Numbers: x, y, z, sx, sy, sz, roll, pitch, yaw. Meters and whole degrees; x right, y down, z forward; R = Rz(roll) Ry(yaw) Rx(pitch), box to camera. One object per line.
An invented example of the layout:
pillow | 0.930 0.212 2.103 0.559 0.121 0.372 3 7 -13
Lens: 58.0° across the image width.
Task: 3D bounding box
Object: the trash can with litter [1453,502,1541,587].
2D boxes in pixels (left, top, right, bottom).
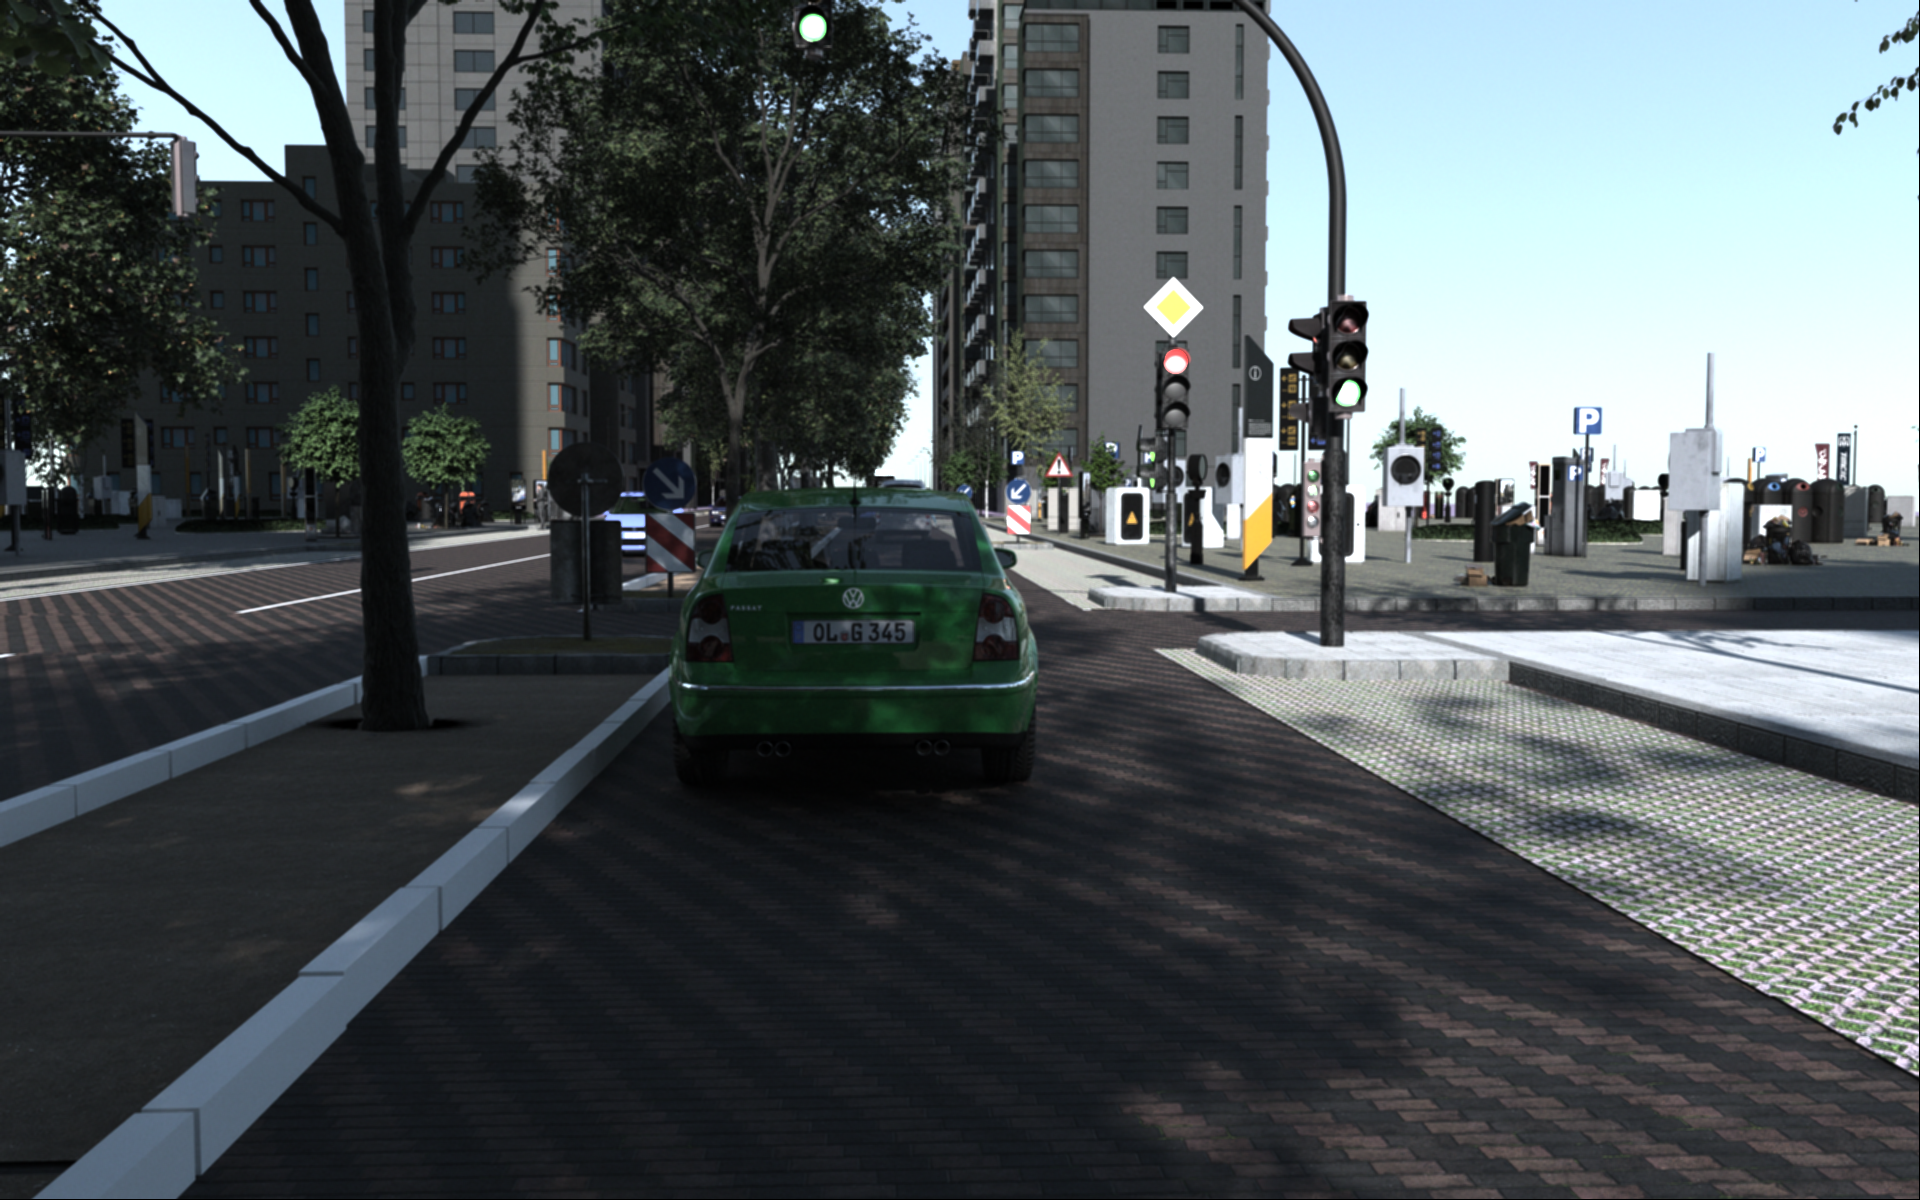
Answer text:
trash can with litter | 7.467 -0.777 24.088 1.055 1.170 0.624 0 4 -5

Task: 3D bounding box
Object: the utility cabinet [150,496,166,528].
utility cabinet | -30.794 -3.357 66.045 0.306 1.237 1.020 2 4 24

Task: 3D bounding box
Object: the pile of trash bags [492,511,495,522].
pile of trash bags | -22.403 -4.262 79.441 1.912 1.369 3.447 -1 4 -18

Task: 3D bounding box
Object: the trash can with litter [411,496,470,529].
trash can with litter | -19.605 -3.314 65.244 2.233 1.210 1.678 -1 4 -23

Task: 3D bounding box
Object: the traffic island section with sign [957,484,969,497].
traffic island section with sign | 0.054 -3.891 72.242 1.989 1.847 2.006 0 4 -3

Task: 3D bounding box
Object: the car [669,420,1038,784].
car | -0.594 -0.071 9.961 1.959 1.807 4.718 0 4 -3

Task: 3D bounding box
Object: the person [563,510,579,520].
person | -9.698 -2.123 43.401 0.537 1.800 0.526 -2 4 -27

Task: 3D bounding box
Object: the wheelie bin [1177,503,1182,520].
wheelie bin | 9.800 -4.255 77.476 0.980 1.594 0.693 -1 4 -18

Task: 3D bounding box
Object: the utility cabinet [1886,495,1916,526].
utility cabinet | 37.592 -3.548 69.173 0.306 1.237 1.020 -2 4 -35

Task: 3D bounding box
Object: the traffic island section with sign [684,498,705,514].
traffic island section with sign | -18.996 -6.912 121.645 1.989 1.847 2.006 0 4 -3

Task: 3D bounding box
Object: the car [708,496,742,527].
car | -10.044 -3.896 76.280 1.945 1.354 3.894 0 4 -2

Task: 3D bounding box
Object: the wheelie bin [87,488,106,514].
wheelie bin | -45.118 -5.050 90.471 0.693 1.594 0.980 2 4 32

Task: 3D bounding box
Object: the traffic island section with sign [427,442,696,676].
traffic island section with sign | -3.257 -0.395 14.596 2.006 1.907 1.989 0 4 -3

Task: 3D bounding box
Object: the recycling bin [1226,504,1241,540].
recycling bin | 7.844 -2.197 48.477 0.722 1.027 0.722 1 4 13

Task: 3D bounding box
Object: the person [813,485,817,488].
person | -6.557 -4.266 78.259 0.555 1.821 0.388 -1 4 -22

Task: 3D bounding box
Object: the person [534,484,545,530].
person | -16.717 -3.703 68.852 0.447 1.846 0.655 -1 4 -9

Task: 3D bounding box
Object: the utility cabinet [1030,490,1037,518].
utility cabinet | 3.528 -5.100 92.061 1.173 1.500 0.318 3 4 37

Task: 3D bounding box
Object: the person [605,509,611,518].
person | -16.485 -4.461 81.613 0.709 1.800 0.728 2 4 33

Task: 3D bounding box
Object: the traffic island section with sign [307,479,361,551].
traffic island section with sign | -15.269 -2.159 43.927 1.989 1.847 2.006 0 4 -3

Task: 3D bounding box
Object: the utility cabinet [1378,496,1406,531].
utility cabinet | 15.153 -3.021 60.555 1.020 1.237 0.306 1 4 23

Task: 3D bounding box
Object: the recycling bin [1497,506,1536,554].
recycling bin | 11.951 -1.508 37.216 0.722 1.027 0.722 1 4 10

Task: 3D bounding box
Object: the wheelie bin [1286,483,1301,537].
wheelie bin | 10.131 -2.661 51.420 0.693 1.594 0.980 2 4 31

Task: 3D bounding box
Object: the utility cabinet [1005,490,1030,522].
utility cabinet | 2.534 -4.282 78.695 0.318 1.500 1.173 -3 5 -39

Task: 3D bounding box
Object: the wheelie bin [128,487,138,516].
wheelie bin | -38.728 -4.508 81.608 0.980 1.594 0.693 2 4 25

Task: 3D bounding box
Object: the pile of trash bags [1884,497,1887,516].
pile of trash bags | 43.849 -4.490 83.166 1.912 1.369 3.447 2 4 32

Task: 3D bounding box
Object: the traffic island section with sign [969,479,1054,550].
traffic island section with sign | 1.362 -2.244 45.319 1.989 1.847 2.006 0 4 -3

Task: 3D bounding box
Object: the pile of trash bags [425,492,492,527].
pile of trash bags | -20.011 -3.637 69.215 1.912 1.369 3.447 -1 4 -8

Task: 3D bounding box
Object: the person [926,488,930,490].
person | -1.378 -4.199 77.988 0.563 1.720 0.643 -3 5 -44

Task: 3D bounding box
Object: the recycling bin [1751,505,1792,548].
recycling bin | 18.982 -1.711 40.533 0.722 1.027 0.722 1 4 10

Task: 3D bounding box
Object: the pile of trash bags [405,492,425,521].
pile of trash bags | -26.536 -4.452 82.549 1.912 1.369 3.447 1 4 20

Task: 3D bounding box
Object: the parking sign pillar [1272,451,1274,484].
parking sign pillar | 13.583 -5.479 78.046 1.447 3.967 1.447 -2 4 -29

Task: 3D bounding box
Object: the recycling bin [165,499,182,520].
recycling bin | -39.792 -4.578 87.409 0.722 1.027 0.722 0 4 3

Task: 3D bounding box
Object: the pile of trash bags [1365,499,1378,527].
pile of trash bags | 15.855 -3.597 68.570 1.912 1.369 3.447 0 4 7

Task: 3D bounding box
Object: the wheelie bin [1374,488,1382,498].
wheelie bin | 22.334 -5.112 91.488 0.693 1.594 0.980 -2 4 -28

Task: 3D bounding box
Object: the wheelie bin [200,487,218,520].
wheelie bin | -34.533 -4.390 79.692 0.693 1.594 0.980 -3 4 -37

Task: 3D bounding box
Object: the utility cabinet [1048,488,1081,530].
utility cabinet | 3.663 -3.177 60.624 1.173 1.500 0.318 2 4 31

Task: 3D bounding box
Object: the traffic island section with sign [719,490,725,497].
traffic island section with sign | -20.283 -8.559 148.569 1.989 1.847 2.006 0 4 -3

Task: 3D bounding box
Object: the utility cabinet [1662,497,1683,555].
utility cabinet | 15.262 -1.583 37.045 0.306 1.237 1.020 2 4 29

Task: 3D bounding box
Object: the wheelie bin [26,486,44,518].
wheelie bin | -36.581 -3.702 68.437 0.980 1.594 0.693 -2 4 -29

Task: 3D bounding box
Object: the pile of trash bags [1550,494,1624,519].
pile of trash bags | 22.195 -3.202 62.102 1.912 1.369 3.447 -3 5 -40

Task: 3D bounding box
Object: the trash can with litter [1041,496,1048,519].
trash can with litter | 4.600 -4.830 90.364 0.624 1.170 1.055 1 4 18

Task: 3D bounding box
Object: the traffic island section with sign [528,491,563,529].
traffic island section with sign | -16.577 -3.825 71.173 1.989 1.847 2.006 0 4 -3

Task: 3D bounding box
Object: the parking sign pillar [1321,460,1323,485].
parking sign pillar | 20.387 -6.546 95.496 1.447 3.967 1.447 -2 4 -24

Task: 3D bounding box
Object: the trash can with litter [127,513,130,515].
trash can with litter | -41.209 -4.600 86.591 0.624 1.170 1.055 3 5 44

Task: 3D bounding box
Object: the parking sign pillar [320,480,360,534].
parking sign pillar | -19.869 -4.116 55.771 1.447 3.967 1.447 2 4 32

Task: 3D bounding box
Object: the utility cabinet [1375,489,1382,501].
utility cabinet | 18.140 -3.939 73.085 1.173 1.500 0.318 3 5 39

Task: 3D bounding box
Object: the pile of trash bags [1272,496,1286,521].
pile of trash bags | 11.338 -3.195 61.992 3.447 1.369 1.912 2 4 28

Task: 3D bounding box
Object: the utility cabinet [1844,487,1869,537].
utility cabinet | 26.123 -2.596 51.121 1.173 1.500 0.318 3 5 43

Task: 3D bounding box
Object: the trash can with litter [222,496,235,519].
trash can with litter | -31.132 -3.791 73.040 2.233 1.210 1.678 0 4 8

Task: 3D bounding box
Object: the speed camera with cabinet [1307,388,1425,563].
speed camera with cabinet | 7.528 -2.312 32.140 2.038 3.252 0.660 0 4 4

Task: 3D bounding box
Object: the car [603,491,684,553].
car | -7.412 -1.895 40.572 1.945 1.707 3.694 0 4 -4

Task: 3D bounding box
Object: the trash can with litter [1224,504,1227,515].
trash can with litter | 9.113 -2.735 56.108 1.055 1.170 0.624 0 4 1
